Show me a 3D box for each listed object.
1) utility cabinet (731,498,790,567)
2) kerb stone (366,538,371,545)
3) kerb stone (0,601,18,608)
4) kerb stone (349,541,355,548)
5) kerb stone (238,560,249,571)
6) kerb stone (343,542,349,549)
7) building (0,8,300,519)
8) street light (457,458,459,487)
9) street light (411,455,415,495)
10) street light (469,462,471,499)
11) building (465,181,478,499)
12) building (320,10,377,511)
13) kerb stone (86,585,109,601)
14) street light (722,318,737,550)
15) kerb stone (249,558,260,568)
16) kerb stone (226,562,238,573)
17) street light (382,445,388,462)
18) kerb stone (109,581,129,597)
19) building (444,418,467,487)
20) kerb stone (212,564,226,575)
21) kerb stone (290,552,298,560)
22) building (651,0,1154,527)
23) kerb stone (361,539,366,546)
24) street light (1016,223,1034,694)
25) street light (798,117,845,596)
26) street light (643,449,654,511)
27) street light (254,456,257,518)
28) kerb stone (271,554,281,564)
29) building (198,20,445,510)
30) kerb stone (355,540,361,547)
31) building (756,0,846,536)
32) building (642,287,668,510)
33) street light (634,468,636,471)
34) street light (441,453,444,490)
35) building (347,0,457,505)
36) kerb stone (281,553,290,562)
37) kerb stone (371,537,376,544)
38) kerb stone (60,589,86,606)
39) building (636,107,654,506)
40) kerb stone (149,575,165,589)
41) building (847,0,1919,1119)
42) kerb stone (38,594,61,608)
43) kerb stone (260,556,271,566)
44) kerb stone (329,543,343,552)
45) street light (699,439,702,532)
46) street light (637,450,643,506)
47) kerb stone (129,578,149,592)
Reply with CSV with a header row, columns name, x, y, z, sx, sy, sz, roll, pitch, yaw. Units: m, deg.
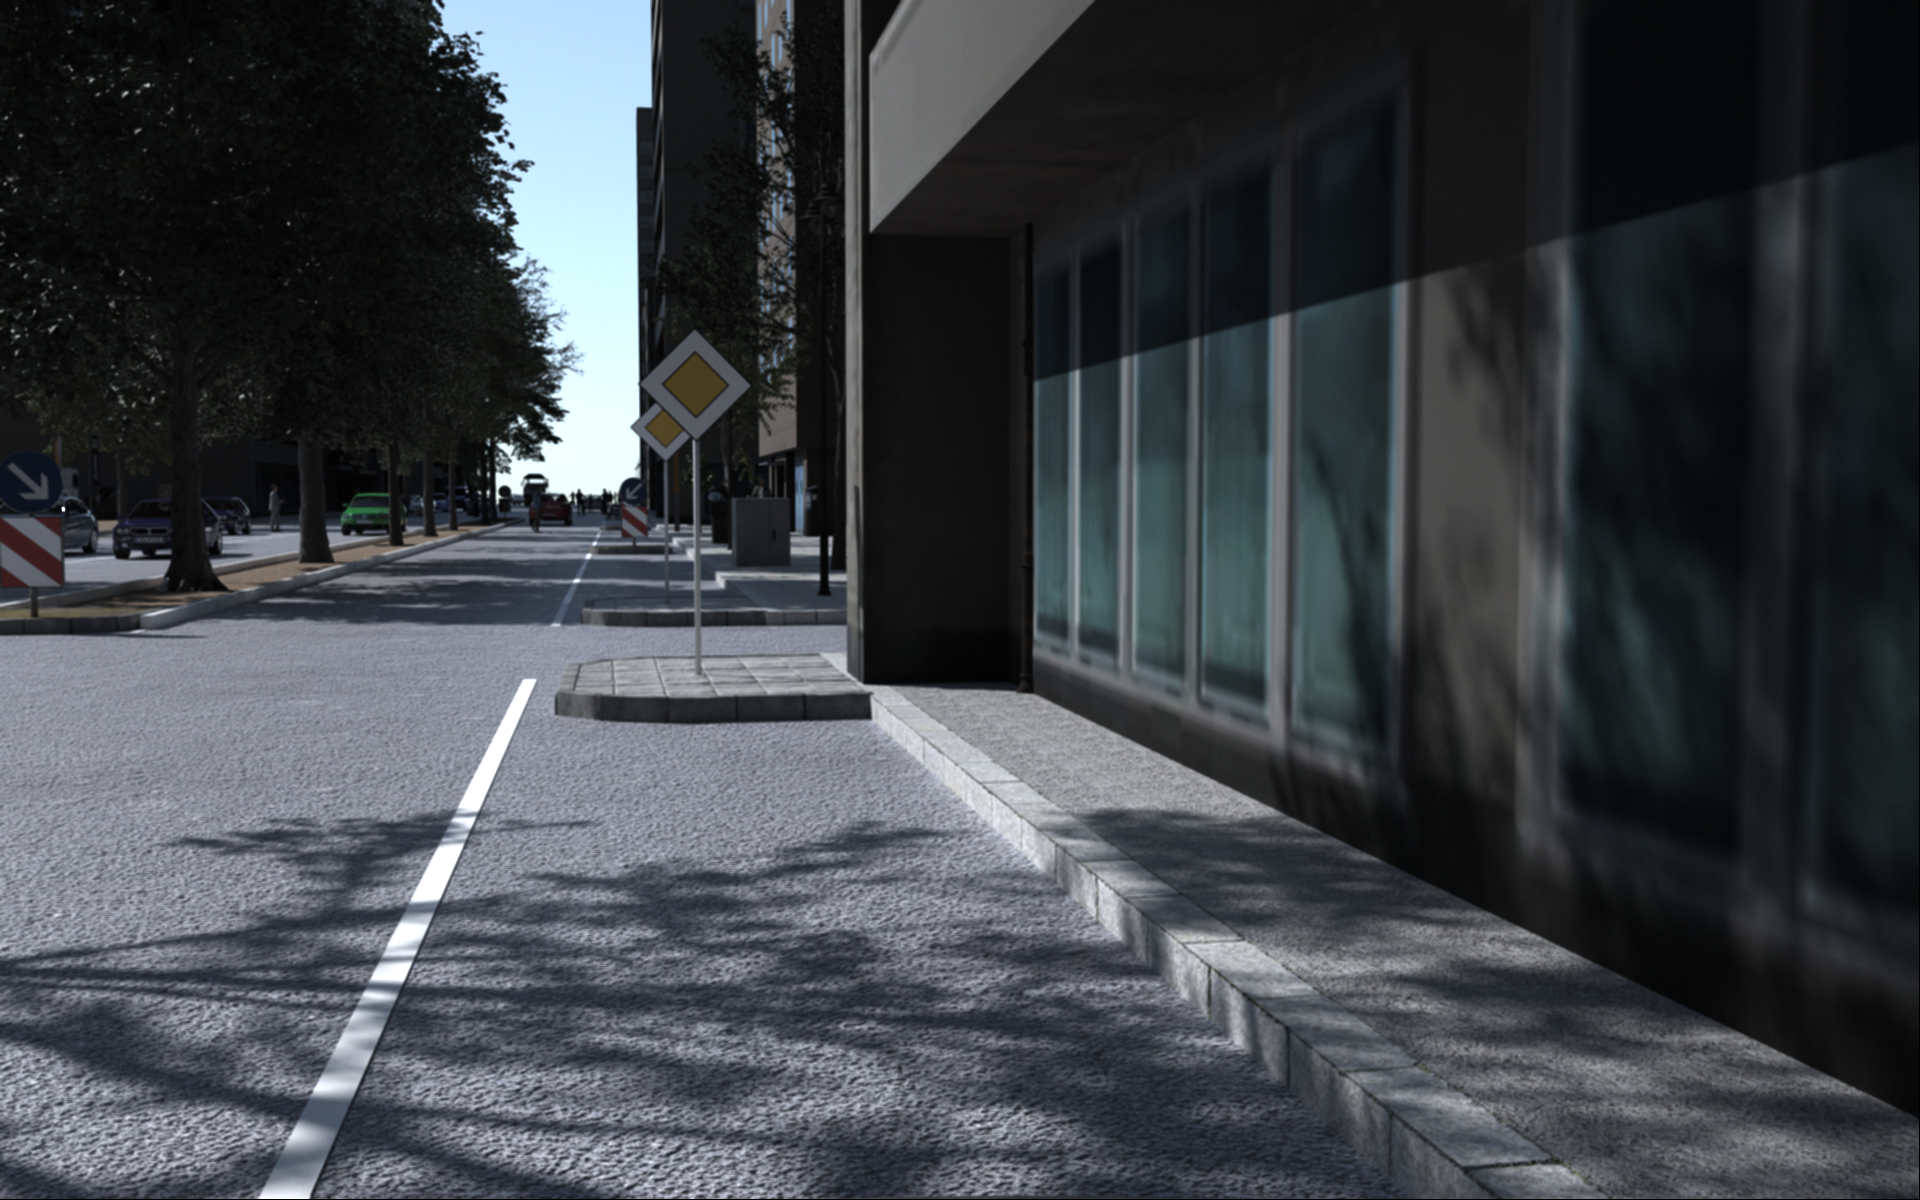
name,x,y,z,sx,sy,sz,roll,pitch,yaw
utility cabinet,-3.552,-1.210,30.952,1.020,1.237,0.306,-2,4,-27
kerb stone,-16.702,-1.611,48.535,0.120,0.150,1.000,-1,4,-11
kerb stone,-11.149,0.111,20.383,0.120,0.150,1.000,-1,4,-11
kerb stone,-16.108,-1.426,45.514,0.120,0.150,1.000,-1,4,-11
kerb stone,-13.529,-0.625,32.441,0.120,0.150,1.000,-1,4,-11
kerb stone,-15.909,-1.359,44.510,0.120,0.150,1.000,-1,4,-11
building,-49.678,-29.005,97.932,21.300,48.544,21.600,-1,4,-11
street light,-60.257,-14.389,208.052,0.468,5.910,1.993,-1,4,-11
street light,-51.380,-11.635,163.023,0.468,5.910,1.993,-1,4,-11
street light,-63.759,-15.455,225.471,0.468,5.910,1.993,-1,4,-11
building,-72.737,-35.607,232.279,14.600,45.320,14.200,-1,4,-11
building,-57.143,-32.542,121.308,28.713,52.752,27.495,-1,4,-11
kerb stone,-11.748,-0.071,23.398,0.120,0.150,1.000,-1,4,-11
street light,-5.274,-4.093,39.703,0.468,5.910,1.993,-1,4,-11
kerb stone,-13.734,-0.686,33.445,0.120,0.150,1.000,-1,4,-11
kerb stone,-13.324,-0.561,31.440,0.120,0.150,1.000,-1,4,-11
street light,-47.955,-10.525,144.865,0.468,5.910,1.993,-1,4,-11
kerb stone,-11.943,-0.135,24.401,0.120,0.150,1.000,-1,4,-11
building,-70.407,-27.345,218.792,14.160,30.474,14.107,-1,4,-11
kerb stone,-13.129,-0.504,30.437,0.120,0.150,1.000,-1,4,-11
kerb stone,-14.522,-0.934,37.466,0.120,0.150,1.000,-1,4,-11
building,-4.081,-28.198,84.743,21.300,48.544,21.600,-1,4,-11
kerb stone,-16.501,-1.549,47.529,0.120,0.150,1.000,-1,4,-11
street light,0.453,-2.340,11.040,0.468,5.910,1.993,-1,4,-11
street light,-1.719,-2.996,21.781,0.468,5.910,1.993,-1,4,-11
street light,-27.190,-10.908,151.139,0.468,5.910,1.993,-1,4,-11
street light,-37.350,-7.268,91.615,0.468,5.910,1.993,-1,4,-11
kerb stone,-14.121,-0.811,35.452,0.120,0.150,1.000,-1,4,-11
building,-66.025,-34.023,179.971,21.300,48.544,21.600,-1,4,-11
kerb stone,-16.304,-1.488,46.526,0.120,0.150,1.000,-1,4,-11
building,0.459,-25.032,59.385,14.600,45.320,14.200,-1,4,-11
building,-14.418,-19.068,156.793,27.650,21.520,28.899,-1,4,-11
street light,-39.700,-14.774,214.344,0.468,5.910,1.993,-1,4,-11
street light,-56.877,-13.322,190.609,0.468,5.910,1.993,-1,4,-11
building,-69.756,-46.591,200.017,20.563,71.187,20.611,-1,4,-11
kerb stone,-14.320,-0.873,36.464,0.120,0.150,1.000,-1,4,-11
kerb stone,-16.899,-1.672,49.537,0.120,0.150,1.000,-1,4,-11
kerb stone,-11.550,-0.012,22.387,0.120,0.150,1.000,-1,4,-11
building,-27.712,-30.823,187.549,14.154,41.232,14.086,-1,4,-11
kerb stone,-12.336,-0.258,26.416,0.120,0.150,1.000,-1,4,-11
building,11.664,-23.185,2.783,21.300,48.544,21.600,-1,4,-11
kerb stone,-11.361,0.050,21.383,0.120,0.150,1.000,-1,4,-11
kerb stone,-13.926,-0.747,34.449,0.120,0.150,1.000,-1,4,-11
kerb stone,-15.717,-1.302,43.506,0.120,0.150,1.000,-1,4,-11
street light,-8.708,-5.195,57.719,0.468,5.910,1.993,-1,4,-11
street light,-32.875,-12.637,179.401,0.468,5.910,1.993,-1,4,-11
kerb stone,-12.140,-0.196,25.406,0.120,0.150,1.000,-1,4,-11
